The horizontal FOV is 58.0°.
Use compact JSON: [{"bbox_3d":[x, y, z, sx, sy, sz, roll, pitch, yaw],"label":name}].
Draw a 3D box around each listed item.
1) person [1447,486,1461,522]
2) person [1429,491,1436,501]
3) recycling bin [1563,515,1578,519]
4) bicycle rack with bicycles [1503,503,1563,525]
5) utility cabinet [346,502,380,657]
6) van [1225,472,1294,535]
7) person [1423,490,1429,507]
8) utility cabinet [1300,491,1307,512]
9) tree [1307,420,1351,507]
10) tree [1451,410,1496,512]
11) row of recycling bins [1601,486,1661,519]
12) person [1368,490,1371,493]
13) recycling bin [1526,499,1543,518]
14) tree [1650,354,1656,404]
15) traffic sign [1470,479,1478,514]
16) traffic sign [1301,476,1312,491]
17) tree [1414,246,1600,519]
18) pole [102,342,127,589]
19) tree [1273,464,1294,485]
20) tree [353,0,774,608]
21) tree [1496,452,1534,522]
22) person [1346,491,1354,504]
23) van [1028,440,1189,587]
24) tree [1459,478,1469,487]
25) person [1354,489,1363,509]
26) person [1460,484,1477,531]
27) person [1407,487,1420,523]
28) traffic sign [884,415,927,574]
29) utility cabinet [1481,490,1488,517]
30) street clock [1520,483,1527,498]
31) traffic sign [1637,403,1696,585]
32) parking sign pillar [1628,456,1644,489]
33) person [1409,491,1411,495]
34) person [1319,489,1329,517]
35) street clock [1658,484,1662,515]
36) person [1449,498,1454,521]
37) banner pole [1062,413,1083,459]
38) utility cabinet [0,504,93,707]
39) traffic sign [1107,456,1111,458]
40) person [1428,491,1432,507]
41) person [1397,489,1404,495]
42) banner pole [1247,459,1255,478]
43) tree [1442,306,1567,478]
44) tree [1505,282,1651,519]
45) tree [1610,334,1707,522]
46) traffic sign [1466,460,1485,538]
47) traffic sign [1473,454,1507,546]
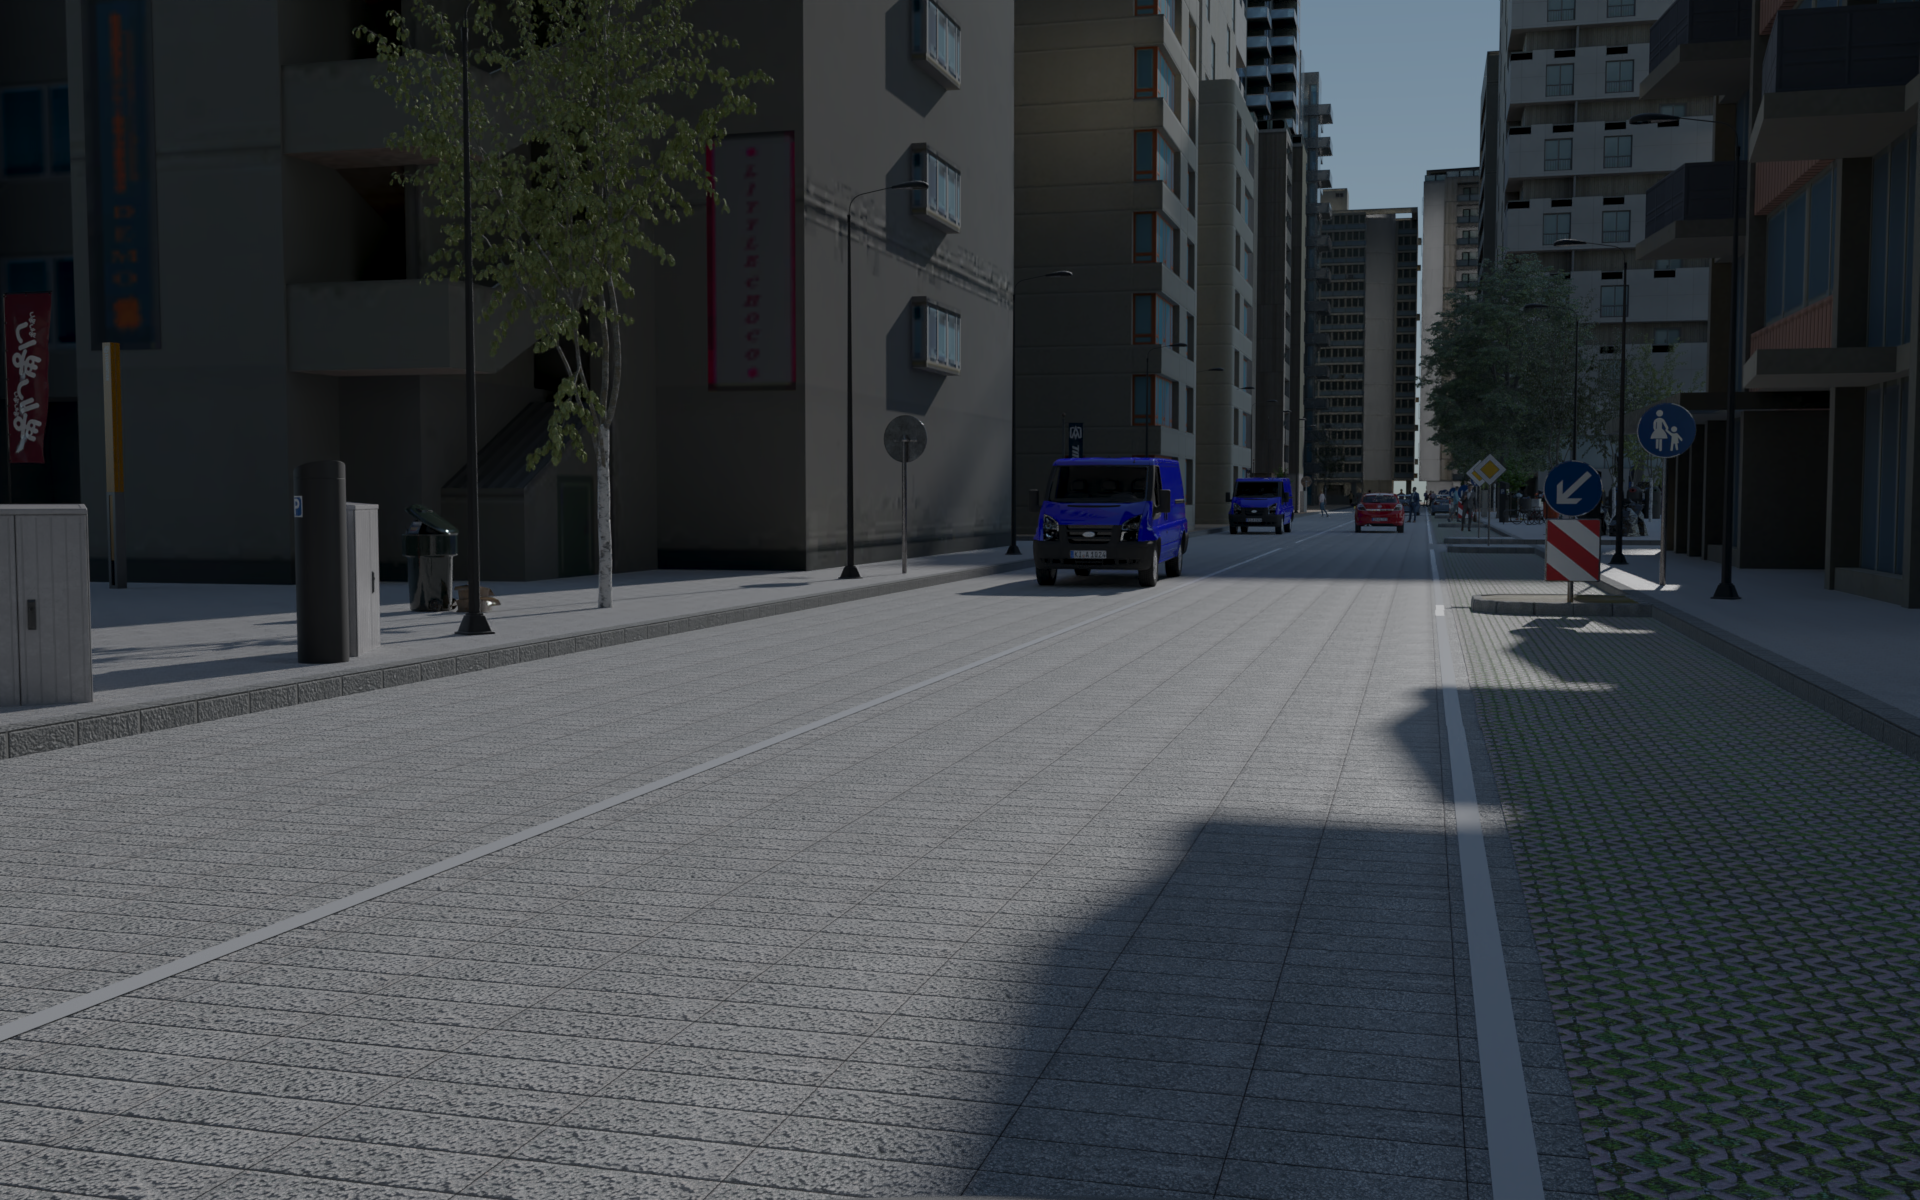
[{"bbox_3d":[25.136,-4.865,87.912,0.748,1.841,0.638,2,4,27],"label":"person"},{"bbox_3d":[45.430,-9.587,166.188,0.756,1.711,0.436,1,4,15],"label":"person"},{"bbox_3d":[23.650,-3.304,66.566,0.722,1.027,0.722,0,4,-1],"label":"recycling bin"},{"bbox_3d":[24.311,-3.628,72.693,2.925,0.926,2.852,-1,4,-15],"label":"bicycle rack with bicycles"},{"bbox_3d":[-4.951,-0.179,14.090,0.306,1.237,1.020,-1,4,-9],"label":"utility cabinet"},{"bbox_3d":[11.018,-3.601,63.259,2.240,2.365,5.245,1,4,16],"label":"van"},{"bbox_3d":[50.747,-11.012,188.417,0.709,1.838,0.599,-1,4,-19],"label":"person"},{"bbox_3d":[24.057,-6.894,121.398,0.318,1.500,1.173,1,4,20],"label":"utility cabinet"},{"bbox_3d":[36.874,-13.638,173.341,4.360,8.622,3.978,0,3,0],"label":"tree"},{"bbox_3d":[38.042,-10.613,123.881,4.737,8.622,4.395,0,3,0],"label":"tree"},{"bbox_3d":[34.727,-5.101,90.506,3.534,1.692,1.069,2,4,25],"label":"row of recycling bins"},{"bbox_3d":[38.167,-9.344,161.291,0.705,1.823,1.348,-3,5,-41],"label":"person"},{"bbox_3d":[30.876,-4.925,93.081,0.722,1.027,0.722,3,4,37],"label":"recycling bin"},{"bbox_3d":[28.427,-7.664,75.661,4.360,8.622,3.978,0,3,0],"label":"tree"},{"bbox_3d":[33.594,-6.885,112.679,0.768,2.556,0.104,1,4,19],"label":"traffic sign"},{"bbox_3d":[24.495,-7.493,122.613,0.768,2.556,0.104,1,4,22],"label":"traffic sign"},{"bbox_3d":[28.583,-11.255,90.678,9.857,13.997,8.962,0,3,0],"label":"tree"},{"bbox_3d":[-11.434,-1.809,23.426,0.158,3.312,0.155,0,3,0],"label":"pole"},{"bbox_3d":[20.621,-7.154,111.562,1.663,3.219,1.824,0,3,0],"label":"tree"},{"bbox_3d":[-4.239,-4.213,19.248,4.737,8.622,4.395,0,3,0],"label":"tree"},{"bbox_3d":[25.125,-5.175,79.211,1.663,3.219,1.824,0,3,0],"label":"tree"},{"bbox_3d":[46.113,-11.979,204.447,1.348,1.812,0.705,-2,4,-33],"label":"person"},{"bbox_3d":[2.554,-1.486,28.678,2.240,2.365,5.245,1,4,14],"label":"van"},{"bbox_3d":[54.872,-11.900,189.168,1.663,3.219,1.824,0,3,0],"label":"tree"},{"bbox_3d":[26.925,-6.514,115.216,0.699,1.804,1.509,-3,5,-44],"label":"person"},{"bbox_3d":[19.495,-3.543,66.385,0.622,1.834,0.822,1,4,10],"label":"person"},{"bbox_3d":[22.809,-4.799,87.141,0.419,1.800,0.721,-3,4,-37],"label":"person"},{"bbox_3d":[-0.898,-1.701,27.910,0.768,2.556,0.104,1,4,23],"label":"traffic sign"},{"bbox_3d":[28.964,-5.323,95.702,0.318,1.500,1.173,1,4,14],"label":"utility cabinet"},{"bbox_3d":[37.381,-6.753,114.979,0.471,2.002,0.358,3,5,44],"label":"street clock"},{"bbox_3d":[9.885,-1.479,24.290,0.768,2.556,0.104,1,4,21],"label":"traffic sign"},{"bbox_3d":[46.526,-7.997,119.217,1.447,3.967,1.447,-3,5,-41],"label":"parking sign pillar"},{"bbox_3d":[50.609,-11.377,195.228,0.721,1.735,1.217,2,4,34],"label":"person"},{"bbox_3d":[22.502,-5.981,106.968,0.598,1.740,0.731,2,4,27],"label":"person"},{"bbox_3d":[43.422,-6.272,107.109,0.471,2.002,0.358,1,4,11],"label":"street clock"},{"bbox_3d":[26.506,-4.864,93.037,0.382,1.210,0.505,-2,4,-25],"label":"person"},{"bbox_3d":[3.409,-3.874,53.357,0.863,3.779,0.401,-1,4,-9],"label":"banner pole"},{"bbox_3d":[-5.844,0.041,10.489,1.020,1.237,0.306,-2,4,-30],"label":"utility cabinet"},{"bbox_3d":[3.886,-2.551,45.356,0.795,2.450,0.064,1,4,15],"label":"traffic sign"},{"bbox_3d":[53.550,-11.528,196.913,1.348,1.831,0.705,-3,5,-40],"label":"person"},{"bbox_3d":[32.920,-7.386,129.218,1.348,1.831,0.705,1,4,19],"label":"person"},{"bbox_3d":[20.806,-8.203,124.140,0.863,3.779,0.401,1,4,16],"label":"banner pole"},{"bbox_3d":[33.012,-11.429,104.998,7.486,12.596,7.792,0,3,0],"label":"tree"},{"bbox_3d":[21.333,-6.779,61.193,4.360,8.622,3.978,0,3,0],"label":"tree"},{"bbox_3d":[32.287,-7.935,80.092,4.737,8.622,4.395,0,3,0],"label":"tree"},{"bbox_3d":[15.169,-2.871,50.588,0.795,2.450,0.064,1,4,15],"label":"traffic sign"},{"bbox_3d":[13.101,-2.399,42.874,0.795,2.450,0.064,1,4,15],"label":"traffic sign"}]
